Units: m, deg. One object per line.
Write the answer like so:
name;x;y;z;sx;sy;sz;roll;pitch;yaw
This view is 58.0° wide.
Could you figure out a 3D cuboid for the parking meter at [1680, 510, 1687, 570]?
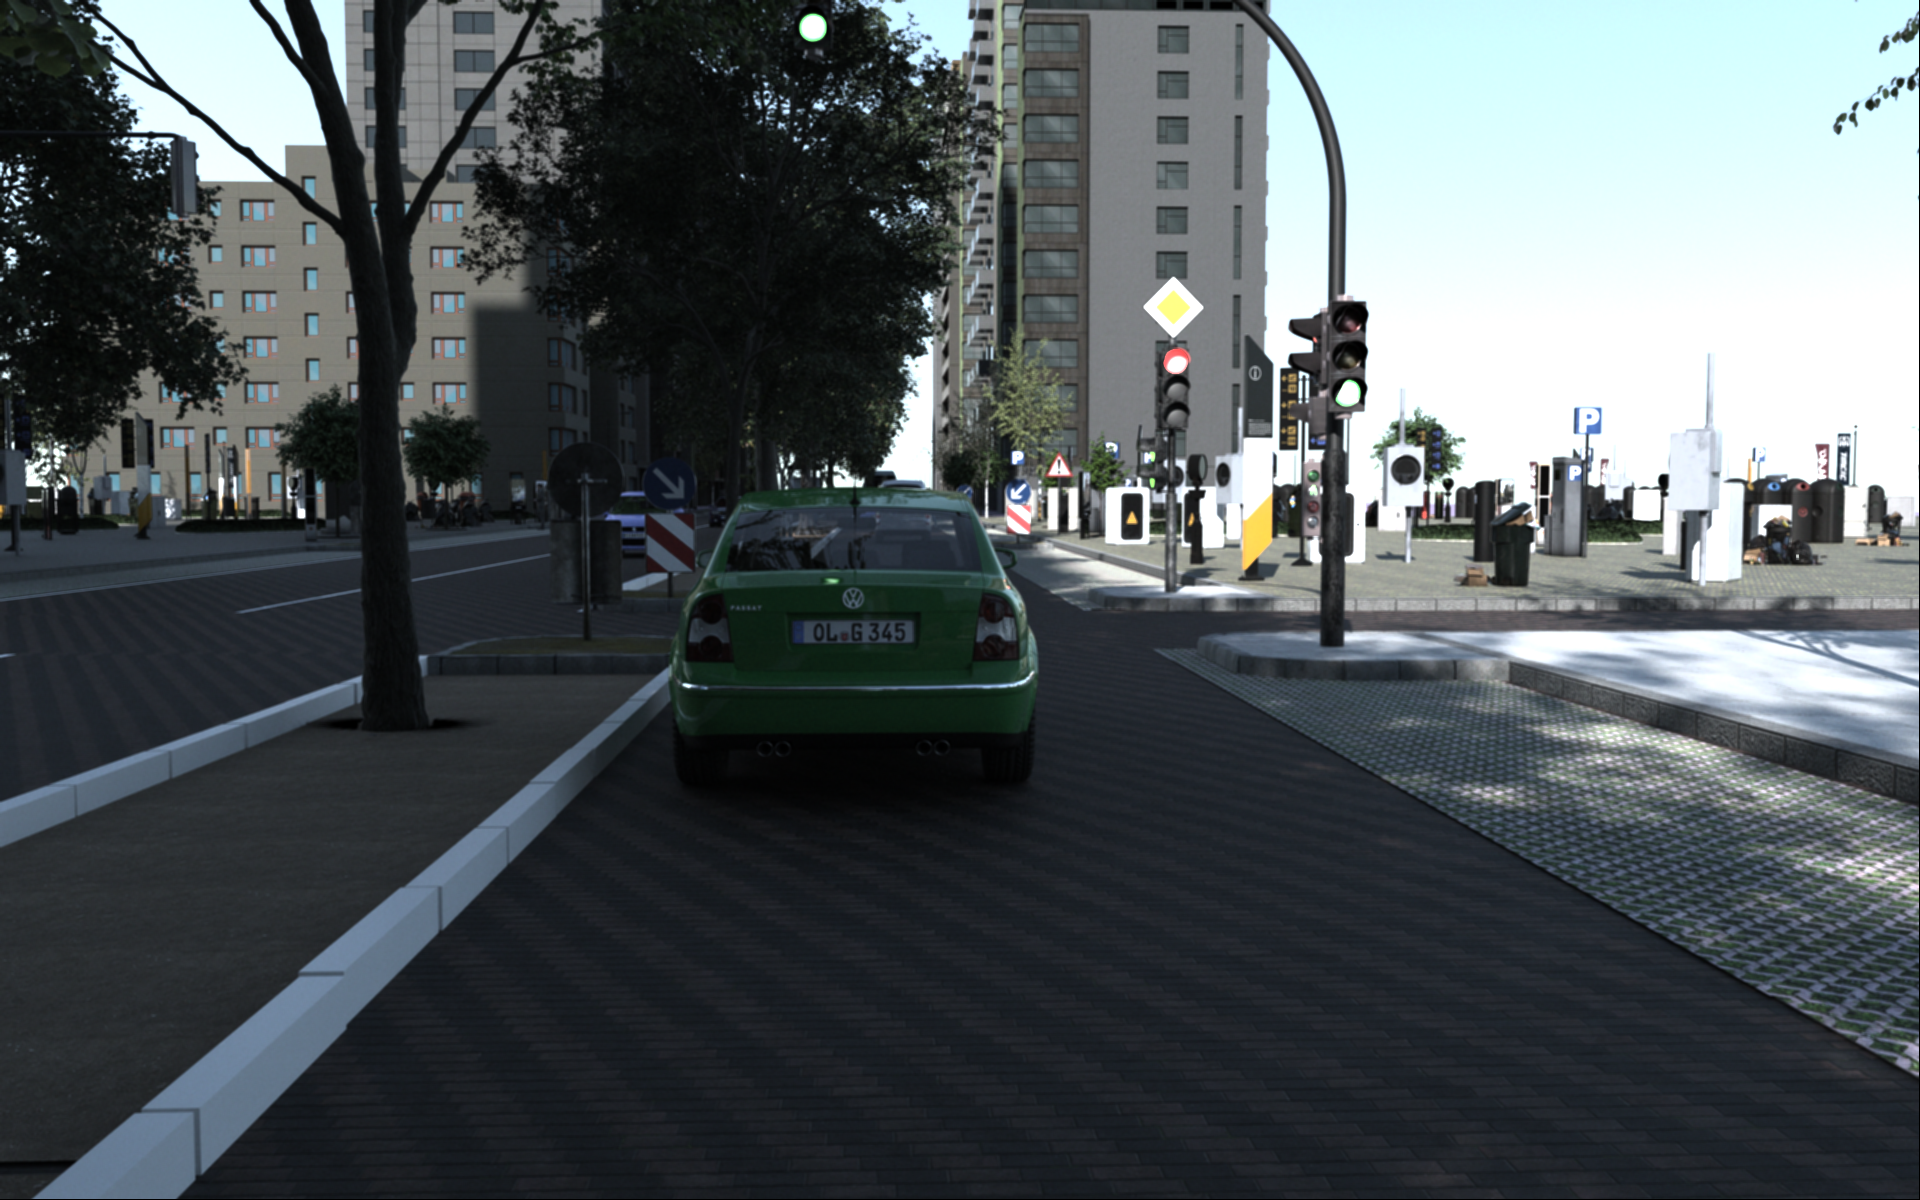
parking meter;12.367;-1.272;29.210;0.372;1.533;0.369;0;3;0

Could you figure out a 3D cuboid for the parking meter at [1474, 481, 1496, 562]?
parking meter;9.917;-1.488;32.738;0.372;1.533;0.369;0;3;0

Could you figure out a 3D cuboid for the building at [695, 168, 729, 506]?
building;-37.346;-33.104;195.867;22.147;44.769;28.867;0;4;-3

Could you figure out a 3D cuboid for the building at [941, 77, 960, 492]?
building;8.971;-34.892;194.183;21.300;48.544;21.600;0;4;-3

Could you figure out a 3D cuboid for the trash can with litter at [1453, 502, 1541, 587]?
trash can with litter;7.467;-0.777;24.088;1.055;1.170;0.624;0;4;-5

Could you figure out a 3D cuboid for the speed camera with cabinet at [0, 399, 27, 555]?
speed camera with cabinet;-20.595;-2.565;36.271;2.038;3.252;0.660;1;4;16

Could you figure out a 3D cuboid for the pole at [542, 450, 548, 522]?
pole;-19.346;-5.316;80.755;0.158;3.312;0.155;0;3;0

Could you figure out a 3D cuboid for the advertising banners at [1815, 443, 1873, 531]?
advertising banners;30.563;-3.900;59.954;2.074;3.025;0.090;0;4;-2

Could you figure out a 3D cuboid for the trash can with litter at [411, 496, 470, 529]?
trash can with litter;-19.605;-3.314;65.244;2.233;1.210;1.678;-1;4;-23

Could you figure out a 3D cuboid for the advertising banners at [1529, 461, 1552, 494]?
advertising banners;31.418;-5.915;92.902;2.074;3.025;0.090;-1;4;-13

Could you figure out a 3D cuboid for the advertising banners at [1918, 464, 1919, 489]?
advertising banners;56.029;-6.337;99.800;0.090;3.025;2.074;-1;4;-18

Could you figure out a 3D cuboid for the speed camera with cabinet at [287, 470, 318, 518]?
speed camera with cabinet;-33.980;-5.817;89.449;0.660;3.252;2.038;1;4;9

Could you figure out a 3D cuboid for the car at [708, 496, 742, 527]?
car;-10.044;-3.896;76.280;1.945;1.354;3.894;0;4;-2

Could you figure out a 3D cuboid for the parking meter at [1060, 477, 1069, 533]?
parking meter;3.390;-3.117;56.682;0.255;1.863;0.399;-1;4;-12

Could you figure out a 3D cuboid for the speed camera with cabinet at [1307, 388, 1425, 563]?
speed camera with cabinet;7.528;-2.312;32.140;2.038;3.252;0.660;0;4;4

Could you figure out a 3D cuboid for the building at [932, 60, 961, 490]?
building;6.604;-42.861;242.770;21.231;58.520;28.212;0;4;-3

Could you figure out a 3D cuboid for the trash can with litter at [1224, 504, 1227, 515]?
trash can with litter;9.113;-2.735;56.108;1.055;1.170;0.624;0;4;1

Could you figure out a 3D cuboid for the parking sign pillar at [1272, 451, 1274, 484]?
parking sign pillar;13.583;-5.479;78.046;1.447;3.967;1.447;-2;4;-29

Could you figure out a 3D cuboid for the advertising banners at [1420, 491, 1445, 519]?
advertising banners;23.714;-5.622;88.114;2.074;3.025;0.090;-1;4;-10

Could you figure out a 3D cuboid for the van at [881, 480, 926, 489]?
van;-1.703;-2.726;51.575;2.013;2.044;4.112;0;4;-2

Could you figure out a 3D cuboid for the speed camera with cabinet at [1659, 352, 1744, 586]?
speed camera with cabinet;10.744;-1.870;24.916;0.660;3.252;2.038;3;4;37

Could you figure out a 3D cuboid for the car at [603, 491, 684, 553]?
car;-7.412;-1.895;40.572;1.945;1.707;3.694;0;4;-4

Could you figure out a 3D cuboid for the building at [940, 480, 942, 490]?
building;13.773;-32.153;217.588;32.217;40.220;23.993;0;4;-3

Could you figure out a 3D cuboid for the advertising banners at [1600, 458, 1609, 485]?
advertising banners;30.966;-5.427;84.922;2.074;3.025;0.090;-1;4;-19

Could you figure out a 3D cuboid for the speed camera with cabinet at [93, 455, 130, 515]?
speed camera with cabinet;-43.570;-5.798;89.137;0.660;3.252;2.038;1;4;20

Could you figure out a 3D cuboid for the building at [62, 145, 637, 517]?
building;-36.644;-16.235;110.479;27.650;21.520;28.899;0;4;-3

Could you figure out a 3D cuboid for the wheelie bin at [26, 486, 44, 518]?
wheelie bin;-36.581;-3.702;68.437;0.980;1.594;0.693;-2;4;-29

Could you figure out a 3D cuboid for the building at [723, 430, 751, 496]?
building;-42.200;-23.295;225.910;27.650;21.520;28.899;0;4;-3

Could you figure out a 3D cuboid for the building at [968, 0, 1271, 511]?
building;12.124;-31.946;141.924;23.786;49.044;30.456;0;4;-3

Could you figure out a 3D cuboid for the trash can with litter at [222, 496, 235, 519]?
trash can with litter;-31.132;-3.791;73.040;2.233;1.210;1.678;0;4;8

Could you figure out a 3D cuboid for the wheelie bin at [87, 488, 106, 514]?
wheelie bin;-45.118;-5.050;90.471;0.693;1.594;0.980;2;4;32

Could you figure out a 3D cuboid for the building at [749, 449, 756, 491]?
building;-35.687;-29.136;248.073;14.160;30.474;14.107;0;4;-3

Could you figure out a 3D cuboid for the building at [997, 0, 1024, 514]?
building;9.447;-26.643;119.202;14.154;41.232;14.086;0;4;-3

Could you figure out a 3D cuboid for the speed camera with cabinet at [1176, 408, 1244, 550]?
speed camera with cabinet;5.950;-2.811;40.294;0.660;3.252;2.038;-2;4;-26

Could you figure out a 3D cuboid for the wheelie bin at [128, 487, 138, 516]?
wheelie bin;-38.728;-4.508;81.608;0.980;1.594;0.693;2;4;25

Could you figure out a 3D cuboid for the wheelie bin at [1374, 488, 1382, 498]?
wheelie bin;22.334;-5.112;91.488;0.693;1.594;0.980;-2;4;-28

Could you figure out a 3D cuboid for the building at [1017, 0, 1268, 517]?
building;10.294;-20.394;105.141;14.160;30.474;14.107;0;4;-3

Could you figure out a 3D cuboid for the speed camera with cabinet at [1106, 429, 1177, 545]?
speed camera with cabinet;4.721;-3.036;43.968;2.038;3.252;0.660;-2;4;-25

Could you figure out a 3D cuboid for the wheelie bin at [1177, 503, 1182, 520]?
wheelie bin;9.800;-4.255;77.476;0.980;1.594;0.693;-1;4;-18

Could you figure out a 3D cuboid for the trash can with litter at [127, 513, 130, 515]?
trash can with litter;-41.209;-4.600;86.591;0.624;1.170;1.055;3;5;44

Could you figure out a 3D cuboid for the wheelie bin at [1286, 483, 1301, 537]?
wheelie bin;10.131;-2.661;51.420;0.693;1.594;0.980;2;4;31

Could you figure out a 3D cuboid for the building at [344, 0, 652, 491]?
building;-34.198;-42.562;134.139;20.563;71.187;20.611;0;4;-3

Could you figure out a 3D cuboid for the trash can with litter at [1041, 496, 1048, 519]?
trash can with litter;4.600;-4.830;90.364;0.624;1.170;1.055;1;4;18

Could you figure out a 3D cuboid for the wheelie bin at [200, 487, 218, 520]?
wheelie bin;-34.533;-4.390;79.692;0.693;1.594;0.980;-3;4;-37

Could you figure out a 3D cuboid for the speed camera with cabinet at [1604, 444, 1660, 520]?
speed camera with cabinet;26.603;-4.537;68.523;2.038;3.252;0.660;1;4;16

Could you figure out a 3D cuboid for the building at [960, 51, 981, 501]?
building;6.919;-29.393;164.168;14.154;41.232;14.086;0;4;-3

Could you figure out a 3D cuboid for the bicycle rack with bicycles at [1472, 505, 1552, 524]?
bicycle rack with bicycles;17.824;-2.558;55.205;2.925;0.926;2.852;1;4;18

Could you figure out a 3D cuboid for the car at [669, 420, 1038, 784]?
car;-0.594;-0.071;9.961;1.959;1.807;4.718;0;4;-3

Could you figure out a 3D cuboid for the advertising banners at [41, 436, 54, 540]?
advertising banners;-25.539;-3.198;48.480;0.090;3.025;2.074;-3;4;-36

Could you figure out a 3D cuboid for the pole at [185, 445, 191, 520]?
pole;-31.991;-4.765;71.749;0.158;3.312;0.155;0;3;0

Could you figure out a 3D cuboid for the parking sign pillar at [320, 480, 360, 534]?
parking sign pillar;-19.869;-4.116;55.771;1.447;3.967;1.447;2;4;32

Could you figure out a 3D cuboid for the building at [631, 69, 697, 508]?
building;-31.241;-28.740;153.495;14.154;41.232;14.086;0;4;-3

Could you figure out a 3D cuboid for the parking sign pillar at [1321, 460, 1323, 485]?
parking sign pillar;20.387;-6.546;95.496;1.447;3.967;1.447;-2;4;-24
